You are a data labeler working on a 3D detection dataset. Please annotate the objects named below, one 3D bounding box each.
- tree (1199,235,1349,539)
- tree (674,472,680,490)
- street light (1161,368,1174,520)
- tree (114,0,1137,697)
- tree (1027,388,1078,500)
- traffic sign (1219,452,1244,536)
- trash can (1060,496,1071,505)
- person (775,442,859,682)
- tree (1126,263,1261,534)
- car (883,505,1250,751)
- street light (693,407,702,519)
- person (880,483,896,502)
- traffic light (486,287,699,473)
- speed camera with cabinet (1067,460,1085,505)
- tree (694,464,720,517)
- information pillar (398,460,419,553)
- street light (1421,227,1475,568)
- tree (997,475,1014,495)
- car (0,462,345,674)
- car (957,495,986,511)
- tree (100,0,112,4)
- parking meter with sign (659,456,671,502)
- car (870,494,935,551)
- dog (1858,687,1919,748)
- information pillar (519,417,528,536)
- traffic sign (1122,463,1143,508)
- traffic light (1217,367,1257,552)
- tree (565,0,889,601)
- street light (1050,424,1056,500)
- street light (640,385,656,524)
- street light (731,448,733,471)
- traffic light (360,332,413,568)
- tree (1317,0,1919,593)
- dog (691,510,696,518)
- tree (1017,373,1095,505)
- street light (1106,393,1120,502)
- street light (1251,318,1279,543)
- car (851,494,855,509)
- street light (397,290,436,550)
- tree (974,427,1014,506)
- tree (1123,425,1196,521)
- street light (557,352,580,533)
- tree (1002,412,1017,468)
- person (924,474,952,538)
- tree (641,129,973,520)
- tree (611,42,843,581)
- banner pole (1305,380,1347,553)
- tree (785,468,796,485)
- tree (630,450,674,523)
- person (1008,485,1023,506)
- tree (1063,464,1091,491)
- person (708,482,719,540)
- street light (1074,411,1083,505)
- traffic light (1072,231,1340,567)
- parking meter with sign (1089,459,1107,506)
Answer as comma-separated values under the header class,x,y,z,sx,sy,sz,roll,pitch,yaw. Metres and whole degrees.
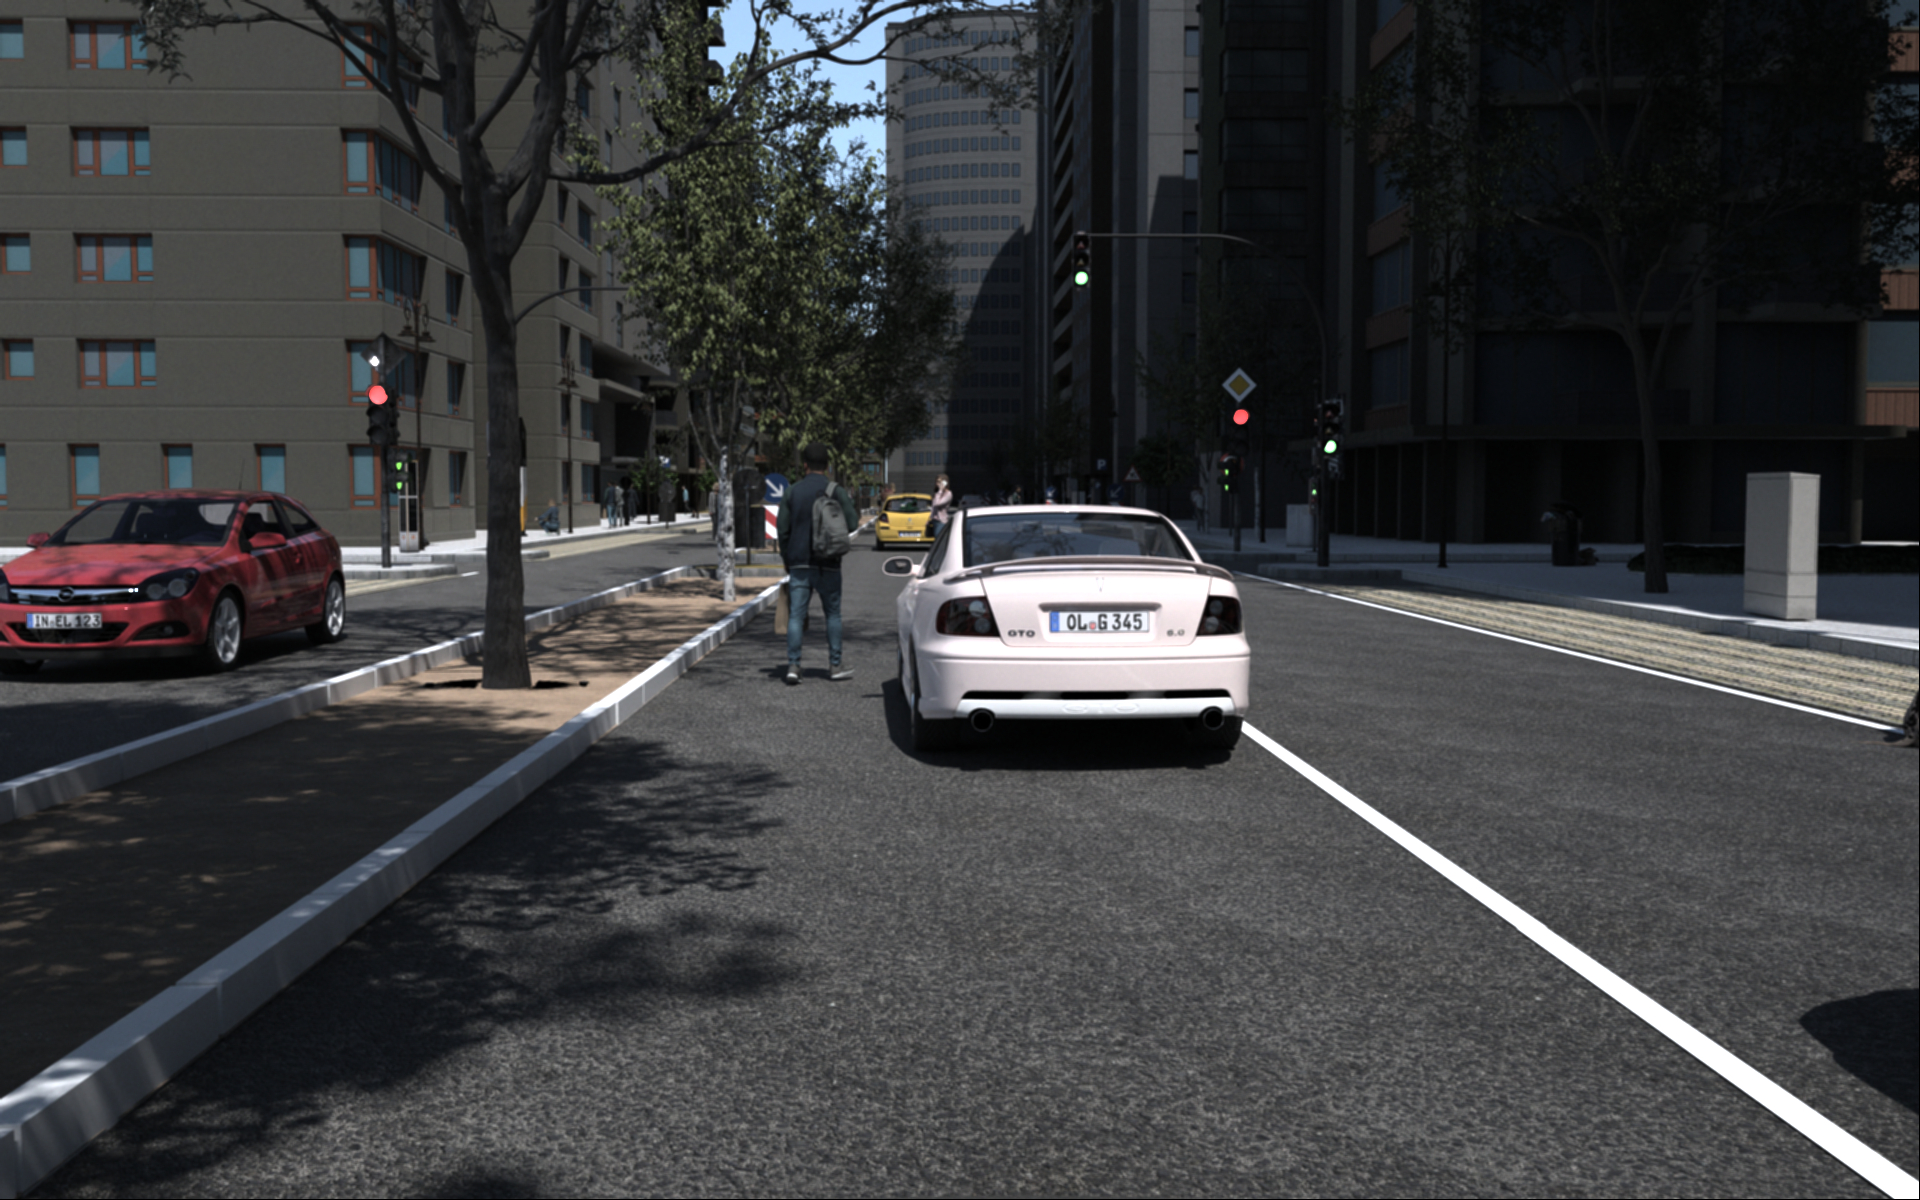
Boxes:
class,x,y,z,sx,sy,sz,roll,pitch,yaw
tree,8.581,-6.042,49.153,4.360,8.622,3.978,0,3,0
tree,-14.991,-5.659,87.120,1.663,3.219,1.824,0,3,0
street light,7.585,-5.514,62.935,0.468,5.910,1.993,0,4,-2
tree,-3.310,-6.079,12.225,12.009,13.543,11.850,0,3,0
tree,6.407,-10.444,121.119,4.360,8.622,3.978,0,3,0
traffic sign,8.201,-3.198,52.387,0.768,2.556,0.104,0,4,5
trash can,6.538,-5.810,106.652,0.748,1.137,0.748,0,3,0
person,-1.143,-0.287,13.170,0.794,1.824,0.713,1,4,22
tree,7.724,-6.418,55.292,4.737,8.622,4.395,0,3,0
car,0.560,0.078,11.079,2.083,1.381,4.827,0,4,-4
street light,-13.759,-7.208,90.644,0.468,5.910,1.993,0,4,-2
person,-2.473,-3.214,61.020,0.580,1.828,0.573,-3,5,-42
traffic light,-8.105,-3.879,38.095,4.771,5.953,1.251,0,4,-2
speed camera with cabinet,6.739,-6.492,100.476,0.660,3.252,2.038,-1,4,-12
tree,-14.293,-6.384,98.985,1.663,3.219,1.824,0,3,0
information pillar,-12.075,-2.045,37.922,0.304,2.012,0.304,2,4,35
street light,8.424,-3.503,30.057,0.468,5.910,1.993,0,4,-2
tree,4.486,-10.956,173.739,1.663,3.219,1.824,0,3,0
car,-6.820,-0.374,15.150,2.155,1.783,4.494,0,4,-3
car,0.857,-6.854,124.422,2.083,1.381,4.827,0,4,-2
tree,-3.153,-5.006,2.425,7.486,12.596,7.792,0,3,0
parking meter with sign,-13.496,-5.097,79.599,0.543,3.016,1.738,0,4,-3
car,-1.329,-2.119,44.865,2.015,1.641,3.980,0,4,-2
dog,5.510,0.425,9.882,0.800,0.831,0.513,1,4,19
information pillar,-13.274,-3.748,52.629,0.183,3.616,0.504,0,4,0
traffic sign,7.329,-4.502,73.611,0.884,2.594,0.081,0,4,1
traffic light,6.160,-3.032,38.487,0.839,4.253,0.868,0,4,-2
tree,-3.015,-4.264,22.529,4.737,8.622,4.395,0,3,0
street light,6.045,-8.595,113.311,0.468,5.910,1.993,0,4,-2
street light,-13.219,-6.155,73.416,0.468,5.910,1.993,0,4,-2
street light,-14.228,-8.281,108.185,0.468,5.910,1.993,0,4,-2
traffic light,-9.963,-2.514,30.018,0.839,4.253,0.868,0,4,-2
tree,9.110,-5.391,22.551,8.767,10.594,7.601,0,4,5
dog,-14.694,-4.731,95.086,0.550,0.427,0.748,2,4,32
tree,6.279,-9.439,104.695,4.737,8.622,4.395,0,3,0
street light,7.007,-6.536,79.654,0.468,5.910,1.993,0,4,-2
street light,8.020,-4.460,45.712,0.468,5.910,1.993,0,4,-2
car,-10.979,-9.575,168.355,2.131,1.459,4.920,0,4,-1
street light,-12.315,-4.074,39.395,0.468,5.910,1.993,0,4,-2
tree,3.872,-14.227,182.968,4.360,8.622,3.978,0,3,0
tree,9.416,-6.027,82.253,4.285,4.588,4.351,0,3,0
street light,-12.774,-5.128,56.636,0.468,5.910,1.993,0,4,-2
tree,5.651,-12.461,154.104,4.737,8.622,4.395,0,3,0
person,-0.245,-1.143,27.780,0.643,1.750,0.593,-1,4,-19
tree,-3.868,-6.472,42.695,8.767,10.594,7.601,0,4,-2
tree,-3.912,-4.618,28.331,4.360,8.622,3.978,0,3,0
banner pole,8.023,-2.931,37.938,0.863,3.779,0.401,1,4,19
tree,-17.144,-12.200,183.190,4.285,4.588,4.351,0,3,0
tree,-13.957,-5.042,77.038,1.663,3.219,1.824,0,3,0
person,2.306,-3.779,70.627,0.721,1.781,0.623,0,3,0
tree,7.316,-7.047,109.821,1.663,3.219,1.824,0,3,0
person,-7.482,-2.750,53.644,0.709,1.800,0.728,-2,4,-30
street light,6.598,-7.564,96.459,0.468,5.910,1.993,0,4,-2
traffic light,4.303,-3.403,30.304,4.771,5.953,1.251,0,4,-2
parking meter with sign,6.864,-5.547,86.952,0.543,3.016,1.738,-1,4,-11
